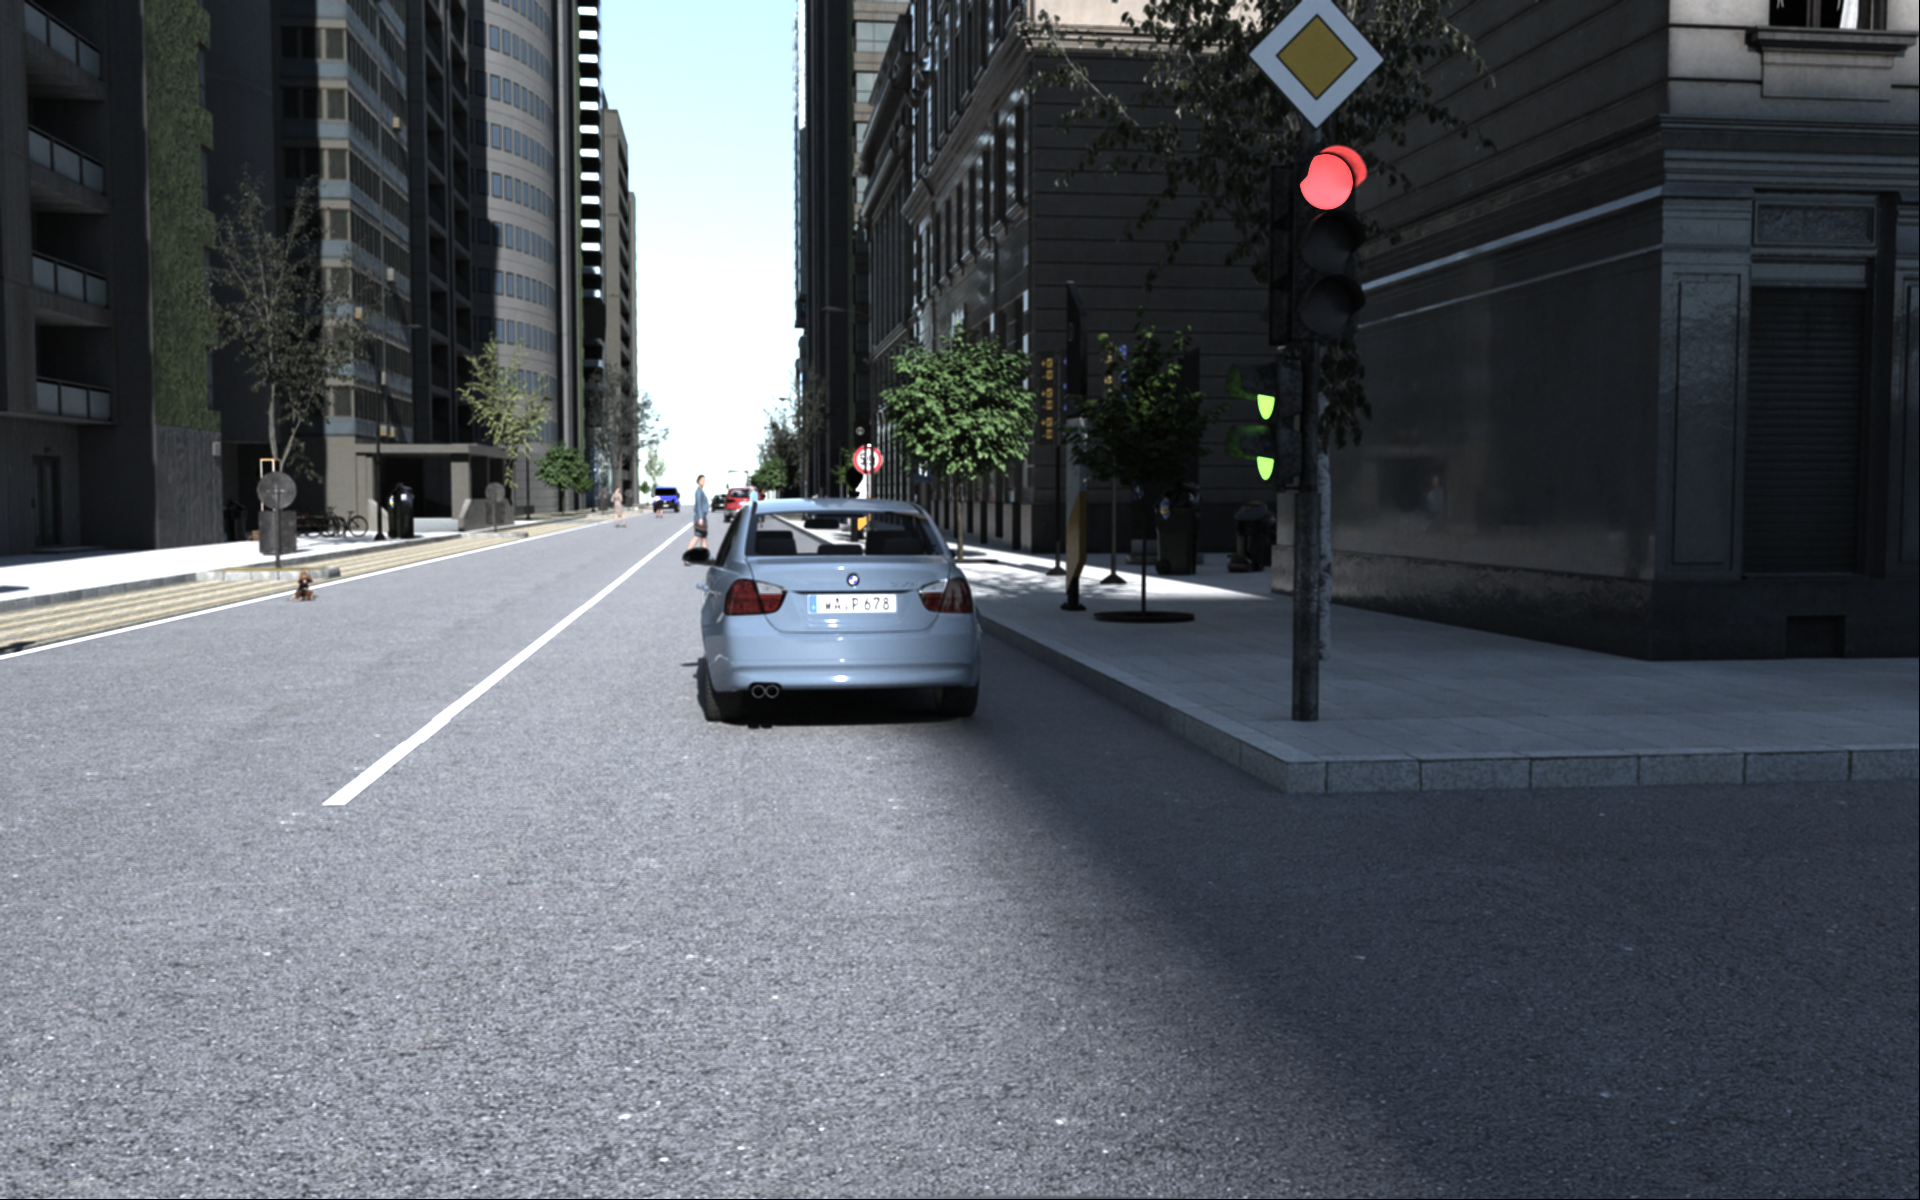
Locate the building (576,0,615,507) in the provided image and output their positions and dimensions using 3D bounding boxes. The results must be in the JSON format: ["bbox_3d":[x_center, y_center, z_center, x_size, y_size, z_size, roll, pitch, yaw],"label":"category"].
[{"bbox_3d":[-47.389,-53.056,180.138,22.319,86.520,31.000,0,4,-8],"label":"building"}]

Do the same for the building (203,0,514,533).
[{"bbox_3d":[-33.681,-22.647,62.154,32.217,40.220,23.993,0,4,-8],"label":"building"}]

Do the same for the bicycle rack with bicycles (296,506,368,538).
[{"bbox_3d":[-19.152,-2.333,51.520,2.925,0.926,2.852,-2,4,-25],"label":"bicycle rack with bicycles"}]

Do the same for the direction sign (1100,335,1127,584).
[{"bbox_3d":[2.199,-2.002,24.723,0.379,3.537,0.876,2,4,27],"label":"direction sign"}]

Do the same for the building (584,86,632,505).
[{"bbox_3d":[-50.889,-35.695,207.314,21.300,48.544,21.600,0,4,-8],"label":"building"}]

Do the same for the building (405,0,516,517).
[{"bbox_3d":[-34.814,-39.902,90.647,20.563,71.187,20.611,0,4,-8],"label":"building"}]

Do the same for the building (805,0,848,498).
[{"bbox_3d":[-2.344,-36.857,144.618,21.231,58.520,28.212,0,4,-8],"label":"building"}]

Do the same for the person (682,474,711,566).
[{"bbox_3d":[-5.222,-1.596,34.610,0.654,1.822,0.581,1,4,14],"label":"person"}]

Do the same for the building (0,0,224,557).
[{"bbox_3d":[-25.176,-21.555,36.025,14.154,41.232,14.086,0,4,-8],"label":"building"}]

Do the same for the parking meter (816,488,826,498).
[{"bbox_3d":[-5.412,-3.603,67.313,0.372,1.533,0.369,0,3,0],"label":"parking meter"}]

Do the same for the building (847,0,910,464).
[{"bbox_3d":[0.689,-25.186,95.380,14.154,41.232,14.086,0,4,-8],"label":"building"}]

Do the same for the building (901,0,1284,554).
[{"bbox_3d":[5.526,-15.403,49.099,12.463,27.353,25.104,0,4,-8],"label":"building"}]

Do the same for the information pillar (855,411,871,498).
[{"bbox_3d":[-2.746,-3.523,48.959,0.504,3.616,0.183,-1,4,-16],"label":"information pillar"}]

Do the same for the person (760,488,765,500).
[{"bbox_3d":[-12.066,-5.975,106.131,0.705,1.831,1.348,0,4,-1],"label":"person"}]

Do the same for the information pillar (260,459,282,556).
[{"bbox_3d":[-14.408,-1.942,36.248,0.304,2.012,0.304,0,4,5],"label":"information pillar"}]

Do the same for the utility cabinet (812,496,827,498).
[{"bbox_3d":[-5.558,-3.508,68.511,0.306,1.237,1.020,1,4,13],"label":"utility cabinet"}]

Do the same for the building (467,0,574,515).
[{"bbox_3d":[-38.005,-35.058,115.191,21.231,58.520,28.212,0,4,-8],"label":"building"}]

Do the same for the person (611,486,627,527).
[{"bbox_3d":[-14.737,-4.037,74.842,0.599,1.781,0.374,1,4,15],"label":"person"}]

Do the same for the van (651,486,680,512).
[{"bbox_3d":[-23.218,-8.113,137.034,2.240,2.365,5.245,0,4,-7],"label":"van"}]

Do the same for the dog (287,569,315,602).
[{"bbox_3d":[-8.971,-0.199,23.454,0.550,0.427,0.748,1,4,20],"label":"dog"}]

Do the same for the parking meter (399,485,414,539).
[{"bbox_3d":[-15.897,-2.528,49.744,0.372,1.533,0.369,0,3,0],"label":"parking meter"}]

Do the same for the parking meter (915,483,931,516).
[{"bbox_3d":[-0.839,-1.876,39.079,0.372,1.533,0.369,0,3,0],"label":"parking meter"}]

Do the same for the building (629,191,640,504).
[{"bbox_3d":[-49.632,-33.209,226.556,14.154,41.232,14.086,0,4,-8],"label":"building"}]

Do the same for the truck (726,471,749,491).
[{"bbox_3d":[-27.183,-13.654,212.154,2.839,4.237,11.283,0,4,-8],"label":"truck"}]

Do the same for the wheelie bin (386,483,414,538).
[{"bbox_3d":[-16.436,-2.628,50.884,0.693,1.594,0.980,0,4,-4],"label":"wheelie bin"}]

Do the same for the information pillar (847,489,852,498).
[{"bbox_3d":[-4.027,-3.698,64.954,0.304,2.012,0.304,3,5,41],"label":"information pillar"}]

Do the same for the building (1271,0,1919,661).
[{"bbox_3d":[13.509,-10.354,18.439,18.267,20.994,9.793,0,4,-8],"label":"building"}]

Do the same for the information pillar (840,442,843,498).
[{"bbox_3d":[-5.321,-5.290,77.841,0.183,3.616,0.504,-1,4,-10],"label":"information pillar"}]

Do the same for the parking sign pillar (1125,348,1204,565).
[{"bbox_3d":[3.768,-2.647,31.756,1.447,3.967,1.447,-3,4,-36],"label":"parking sign pillar"}]

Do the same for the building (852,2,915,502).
[{"bbox_3d":[2.918,-14.184,73.713,13.314,21.916,24.055,0,4,-8],"label":"building"}]

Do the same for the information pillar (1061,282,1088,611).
[{"bbox_3d":[1.274,-1.691,19.003,0.183,3.616,0.504,-1,4,-14],"label":"information pillar"}]

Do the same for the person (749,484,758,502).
[{"bbox_3d":[-8.699,-3.968,73.244,0.748,1.841,0.638,3,5,40],"label":"person"}]

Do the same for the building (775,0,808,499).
[{"bbox_3d":[-12.879,-55.931,227.138,22.319,86.520,31.000,0,4,-8],"label":"building"}]

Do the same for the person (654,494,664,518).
[{"bbox_3d":[-18.298,-5.707,105.006,0.799,1.438,0.628,1,4,18],"label":"person"}]

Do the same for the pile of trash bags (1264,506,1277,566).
[{"bbox_3d":[7.075,-1.267,30.471,3.447,1.369,1.912,0,4,7],"label":"pile of trash bags"}]

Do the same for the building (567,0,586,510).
[{"bbox_3d":[-37.581,-27.735,137.069,14.154,41.232,14.086,0,4,-8],"label":"building"}]

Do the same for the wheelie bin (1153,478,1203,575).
[{"bbox_3d":[3.501,-1.210,27.687,0.693,1.594,0.980,1,4,20],"label":"wheelie bin"}]
